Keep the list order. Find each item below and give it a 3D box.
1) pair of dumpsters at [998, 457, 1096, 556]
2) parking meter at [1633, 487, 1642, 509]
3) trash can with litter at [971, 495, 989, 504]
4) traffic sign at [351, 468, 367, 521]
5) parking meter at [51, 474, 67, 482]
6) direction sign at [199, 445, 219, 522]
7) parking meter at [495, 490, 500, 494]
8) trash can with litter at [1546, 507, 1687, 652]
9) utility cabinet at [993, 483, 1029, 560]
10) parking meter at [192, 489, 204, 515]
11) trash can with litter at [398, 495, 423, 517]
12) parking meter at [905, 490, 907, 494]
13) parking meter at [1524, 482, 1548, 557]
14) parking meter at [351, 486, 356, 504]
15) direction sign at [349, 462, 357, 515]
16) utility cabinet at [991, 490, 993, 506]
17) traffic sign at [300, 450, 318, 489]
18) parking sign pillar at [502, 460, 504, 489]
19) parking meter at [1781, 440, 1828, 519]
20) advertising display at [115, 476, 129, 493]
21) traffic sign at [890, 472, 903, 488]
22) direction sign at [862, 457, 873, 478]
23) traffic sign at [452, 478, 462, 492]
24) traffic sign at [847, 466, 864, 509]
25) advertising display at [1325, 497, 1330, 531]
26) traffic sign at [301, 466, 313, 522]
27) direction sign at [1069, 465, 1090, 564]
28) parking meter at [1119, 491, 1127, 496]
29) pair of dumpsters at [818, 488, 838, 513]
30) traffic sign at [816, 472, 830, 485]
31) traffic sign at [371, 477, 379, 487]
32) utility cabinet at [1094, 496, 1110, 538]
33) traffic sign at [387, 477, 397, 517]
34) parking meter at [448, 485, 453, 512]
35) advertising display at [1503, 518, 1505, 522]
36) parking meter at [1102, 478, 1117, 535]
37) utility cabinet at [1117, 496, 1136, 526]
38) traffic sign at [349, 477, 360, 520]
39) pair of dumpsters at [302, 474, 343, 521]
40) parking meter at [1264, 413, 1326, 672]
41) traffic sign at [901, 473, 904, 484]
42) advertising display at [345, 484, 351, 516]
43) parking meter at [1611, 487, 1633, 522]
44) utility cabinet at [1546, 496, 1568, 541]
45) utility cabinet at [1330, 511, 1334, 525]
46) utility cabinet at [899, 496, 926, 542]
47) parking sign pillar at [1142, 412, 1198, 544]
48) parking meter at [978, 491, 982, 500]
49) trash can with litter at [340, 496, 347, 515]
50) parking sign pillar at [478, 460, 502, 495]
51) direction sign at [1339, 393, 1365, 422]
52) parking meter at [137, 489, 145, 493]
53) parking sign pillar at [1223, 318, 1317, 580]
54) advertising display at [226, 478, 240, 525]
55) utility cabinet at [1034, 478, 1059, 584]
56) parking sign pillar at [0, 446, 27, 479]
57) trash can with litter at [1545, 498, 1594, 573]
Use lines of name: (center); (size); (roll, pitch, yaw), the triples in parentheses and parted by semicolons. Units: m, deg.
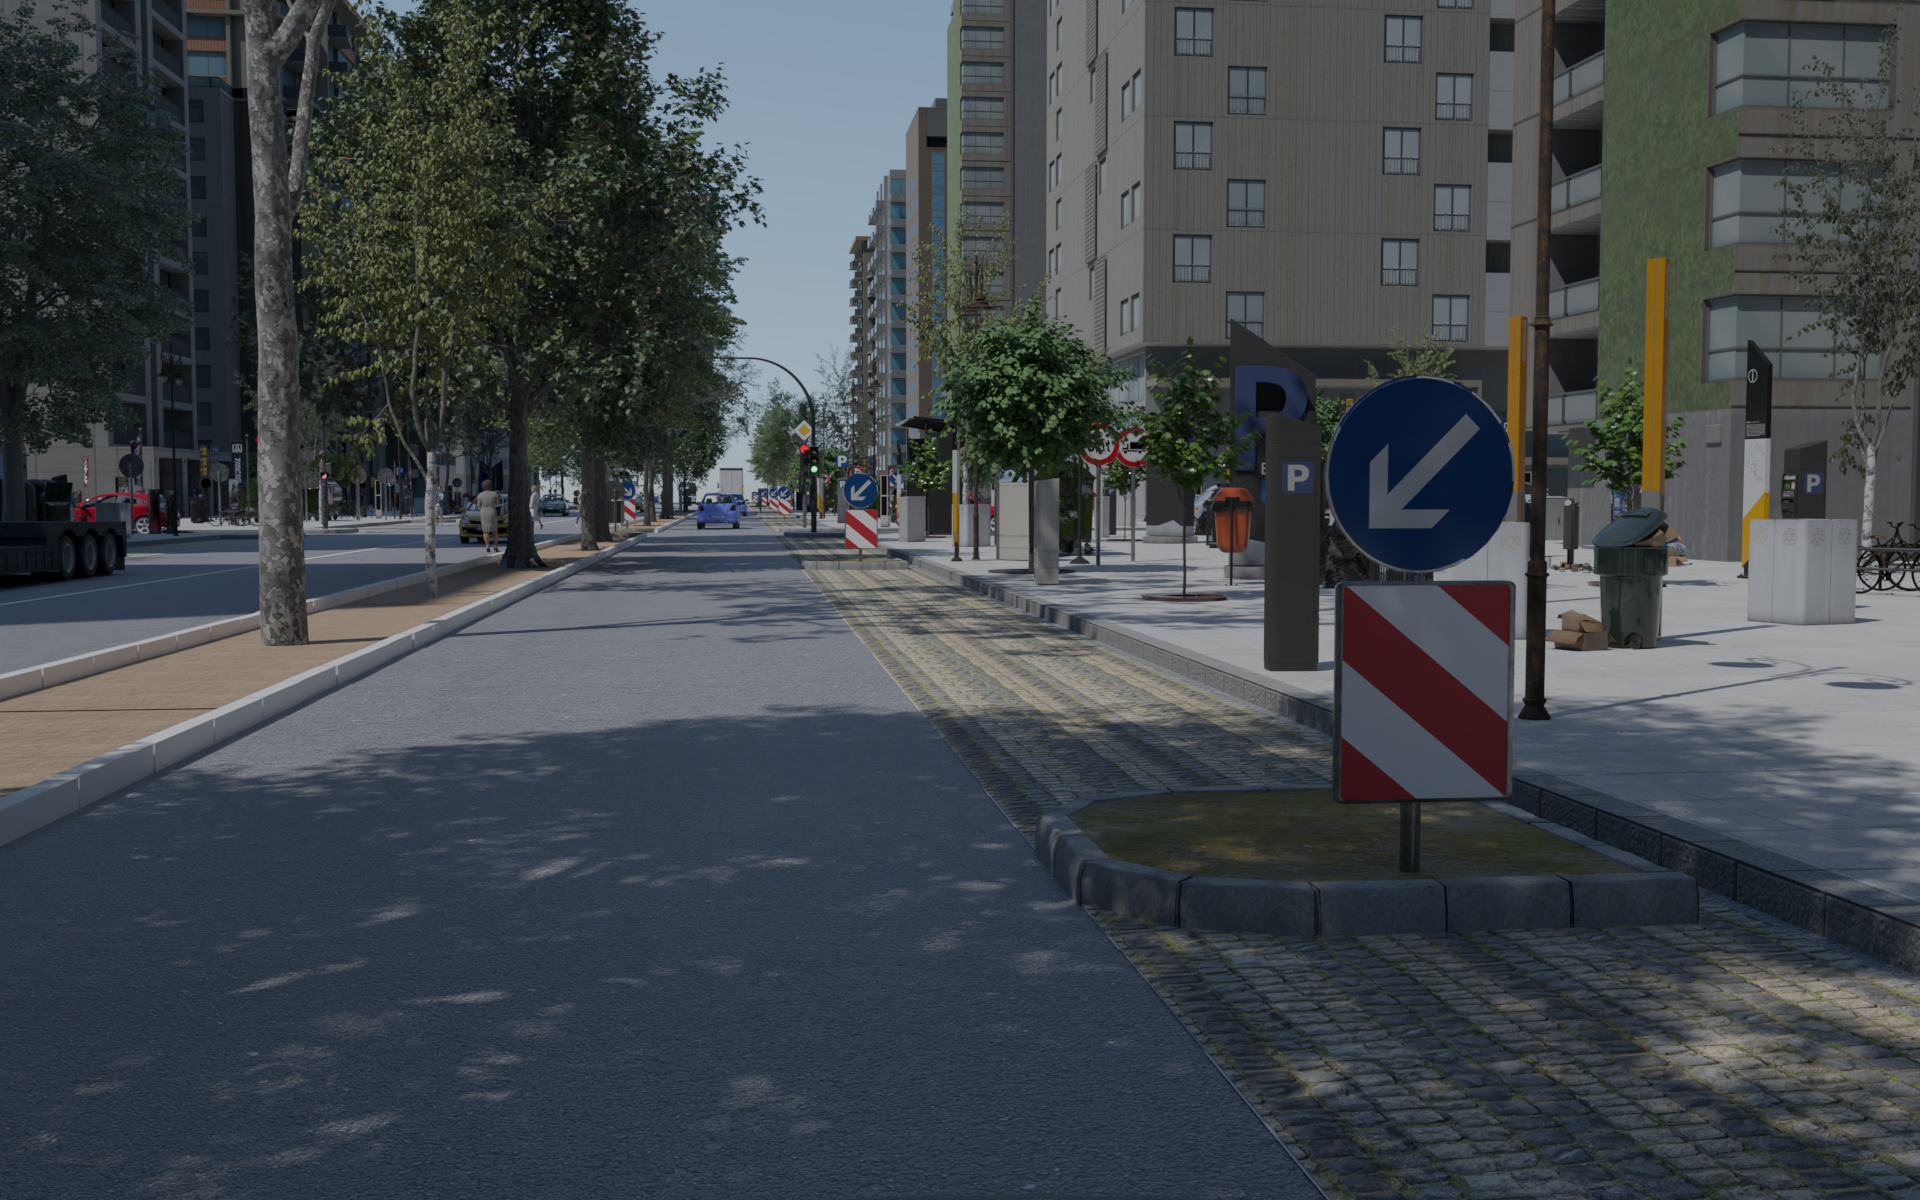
pair of dumpsters: (1.880, -2.153, 37.703); (1.574, 2.255, 4.437); (0, 4, -7)
parking meter: (13.213, -1.696, 33.446); (0.399, 1.863, 0.255); (2, 4, 23)
trash can with litter: (1.146, -5.423, 99.722); (2.233, 1.210, 1.678); (2, 4, 28)
traffic sign: (-28.767, -5.062, 82.864); (0.768, 2.556, 0.104); (0, 4, -2)
parking meter: (-26.573, -2.777, 51.122); (0.255, 1.863, 0.399); (2, 4, 30)
direction sign: (-34.729, -5.394, 80.196); (0.876, 3.537, 0.379); (0, 4, -2)
parking meter: (-32.614, -6.956, 122.136); (0.372, 1.533, 0.369); (0, 3, 0)
trash can with litter: (5.416, -0.180, 14.325); (1.055, 1.170, 0.624); (-2, 4, -28)
utility cabinet: (1.250, -1.502, 33.230); (1.173, 1.500, 0.318); (3, 5, 39)
parking meter: (-41.696, -5.271, 94.588); (0.372, 1.533, 0.369); (0, 3, 0)
trash can with litter: (-30.733, -5.272, 97.249); (1.678, 1.210, 2.233); (1, 4, 9)
parking meter: (-2.855, -5.152, 92.653); (0.372, 1.533, 0.369); (0, 3, 0)
parking meter: (11.630, -1.639, 35.206); (0.372, 1.533, 0.369); (0, 3, 0)
parking meter: (-41.305, -6.877, 118.142); (0.399, 1.863, 0.255); (3, 5, 40)
direction sign: (-37.992, -7.120, 108.402); (0.876, 3.537, 0.379); (2, 4, 32)
utility cabinet: (2.031, -4.976, 90.033); (0.318, 1.500, 1.173); (2, 4, 32)
traffic sign: (-31.020, -5.303, 80.584); (2.265, 3.308, 0.079); (0, 4, 0)
parking sign pillar: (-36.669, -9.063, 136.645); (1.447, 3.967, 1.447); (0, 4, -6)
parking meter: (9.157, -0.802, 18.817); (0.399, 1.863, 0.255); (-1, 4, -11)
advertising display: (-30.649, -3.558, 63.391); (0.123, 1.923, 0.974); (0, 4, -5)
traffic sign: (-3.617, -6.018, 98.497); (0.768, 2.556, 0.104); (0, 4, 1)
direction sign: (-5.680, -7.020, 106.774); (0.876, 3.537, 0.379); (1, 4, 20)
traffic sign: (-39.457, -8.307, 135.921); (0.768, 2.556, 0.104); (0, 4, -2)
traffic sign: (-4.672, -4.741, 77.626); (0.768, 2.556, 0.104); (0, 4, -3)
advertising display: (8.953, -2.309, 42.968); (0.974, 1.923, 0.123); (0, 4, -7)
traffic sign: (-29.711, -4.806, 78.681); (0.768, 2.556, 0.104); (0, 4, -1)
direction sign: (2.206, -2.433, 31.783); (0.379, 3.537, 0.876); (3, 5, 40)
parking meter: (6.887, -3.948, 72.959); (0.372, 1.533, 0.369); (0, 3, 0)
pair of dumpsters: (-8.904, -7.020, 117.270); (1.574, 2.255, 4.437); (0, 4, -7)
traffic sign: (-7.874, -6.090, 99.676); (0.768, 2.556, 0.104); (0, 4, -4)
traffic sign: (-35.644, -6.335, 105.712); (0.606, 2.300, 0.079); (0, 4, 1)
utility cabinet: (4.198, -2.454, 51.291); (0.306, 1.237, 1.020); (1, 4, 14)
traffic sign: (-31.323, -5.748, 95.167); (0.795, 2.450, 0.064); (0, 4, -3)
parking meter: (-33.843, -6.679, 114.908); (0.255, 1.863, 0.399); (0, 4, 1)
advertising display: (10.948, -1.789, 34.460); (0.123, 1.923, 0.974); (0, 4, 8)
parking meter: (4.660, -2.953, 53.996); (0.399, 1.863, 0.255); (-1, 4, -16)
utility cabinet: (6.677, -3.567, 69.479); (0.306, 1.237, 1.020); (-2, 4, -27)
traffic sign: (-30.059, -5.273, 86.322); (0.768, 2.556, 0.104); (0, 4, -3)
pair of dumpsters: (-30.962, -4.941, 83.275); (1.574, 2.255, 4.437); (0, 4, -7)
parking meter: (2.430, -0.420, 12.583); (0.399, 1.863, 0.255); (0, 4, -3)
traffic sign: (-3.651, -6.224, 101.876); (0.768, 2.556, 0.104); (0, 4, -3)
advertising display: (-35.889, -5.893, 101.567); (0.123, 1.923, 0.974); (-1, 4, -10)
parking meter: (12.324, -1.460, 32.277); (0.372, 1.533, 0.369); (0, 3, 0)
utility cabinet: (16.334, -2.250, 47.941); (1.020, 1.237, 0.306); (-2, 4, -26)
utility cabinet: (9.296, -1.880, 41.893); (0.306, 1.237, 1.020); (3, 5, 40)
utility cabinet: (-1.284, -2.154, 46.380); (0.306, 1.237, 1.020); (2, 4, 26)
parking sign pillar: (5.492, -3.470, 45.199); (1.447, 3.967, 1.447); (-3, 5, -44)
parking meter: (1.278, -6.616, 116.589); (0.372, 1.533, 0.369); (0, 3, 0)
trash can with litter: (-37.754, -5.813, 106.106); (1.678, 1.210, 2.233); (0, 4, -1)
parking sign pillar: (-36.618, -8.909, 134.141); (1.447, 3.967, 1.447); (0, 4, 4)
direction sign: (8.953, -2.873, 38.965); (0.876, 3.537, 0.379); (2, 4, 25)
parking meter: (-38.364, -4.447, 81.118); (0.372, 1.533, 0.369); (0, 3, 0)
parking sign pillar: (4.773, -2.323, 26.456); (1.447, 3.967, 1.447); (0, 4, 7)
advertising display: (-29.967, -4.048, 71.400); (0.123, 1.923, 0.974); (0, 4, 2)
utility cabinet: (1.226, -0.988, 24.835); (0.318, 1.500, 1.173); (0, 4, 0)
parking sign pillar: (-46.609, -5.912, 85.130); (1.447, 3.967, 1.447); (-1, 4, -13)
trash can with litter: (10.214, -1.107, 29.155); (1.678, 1.210, 2.233); (1, 4, 13)
